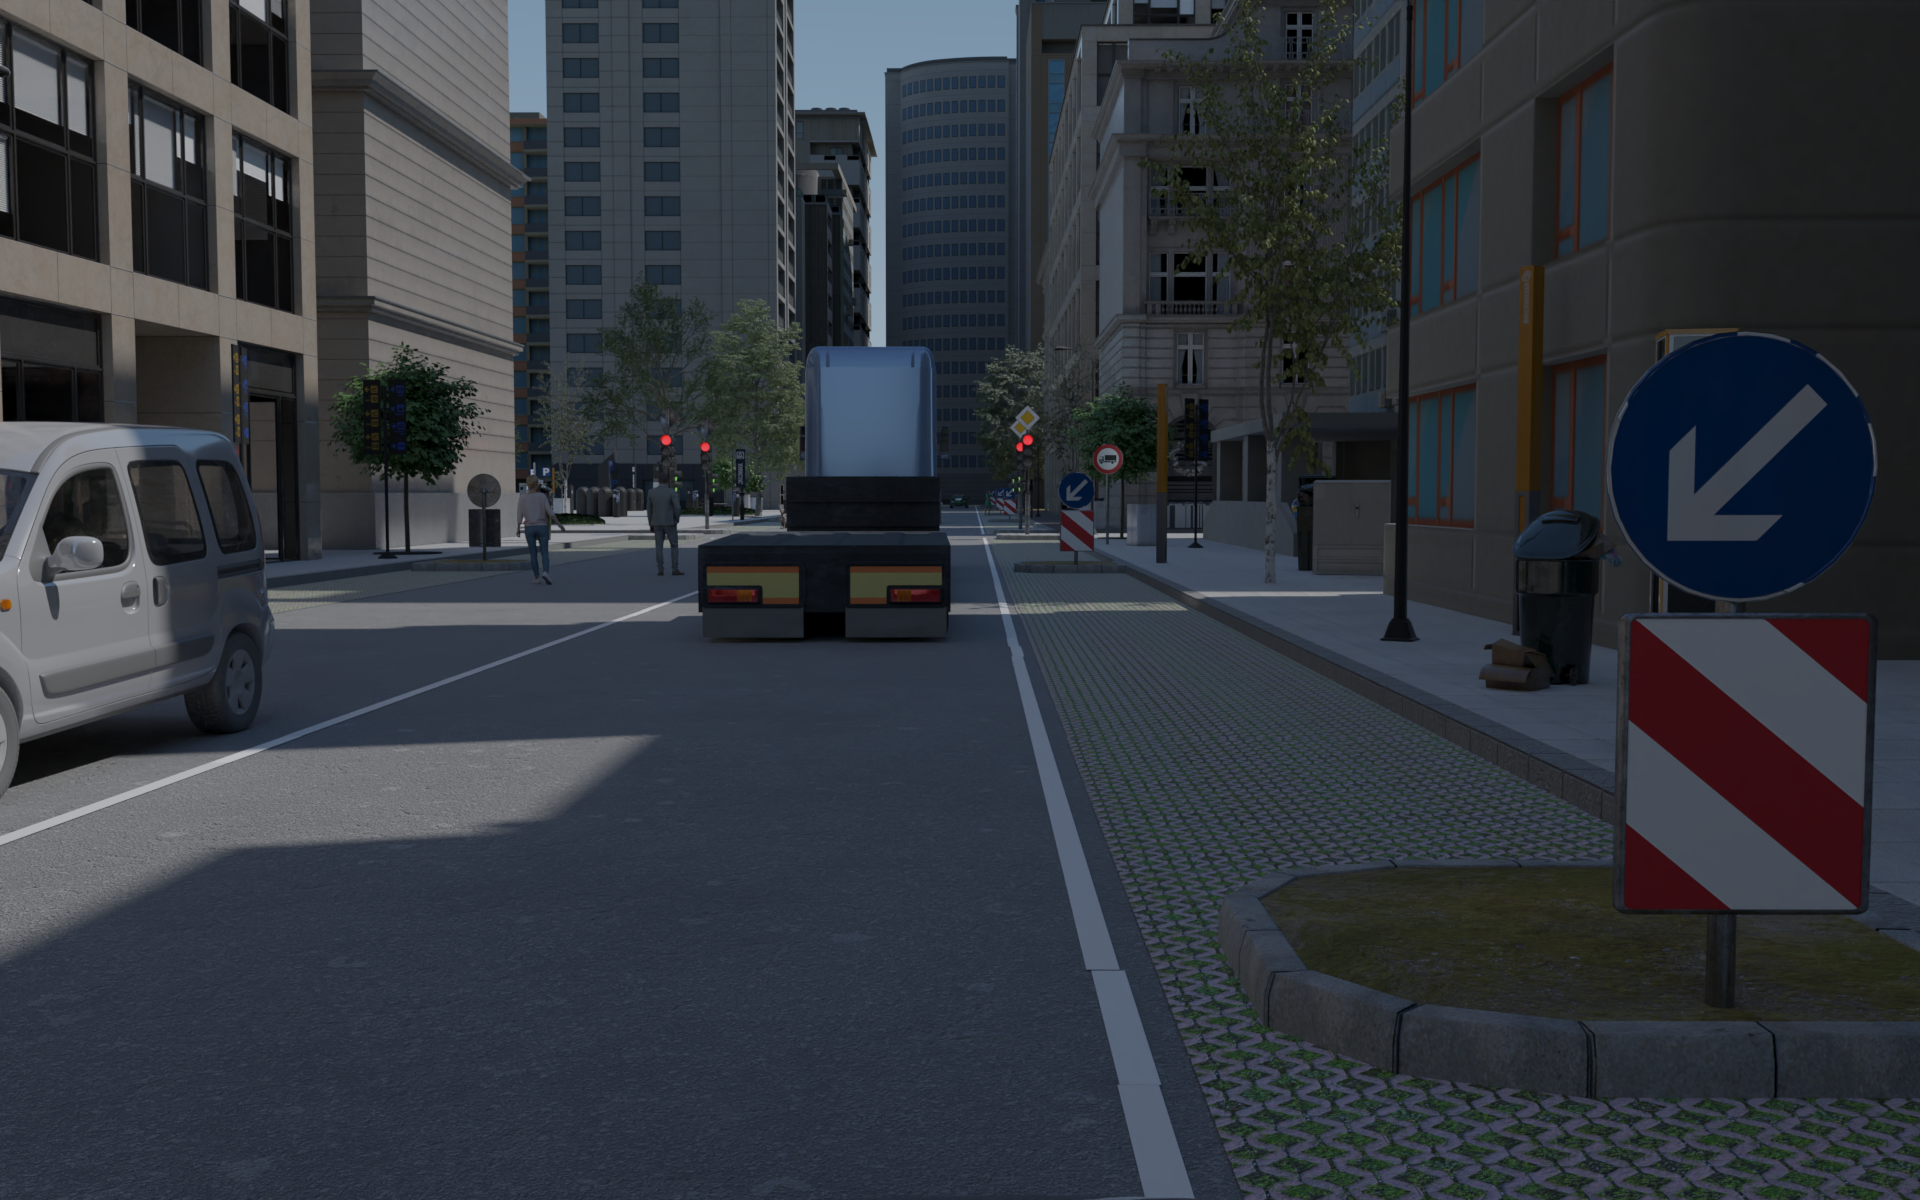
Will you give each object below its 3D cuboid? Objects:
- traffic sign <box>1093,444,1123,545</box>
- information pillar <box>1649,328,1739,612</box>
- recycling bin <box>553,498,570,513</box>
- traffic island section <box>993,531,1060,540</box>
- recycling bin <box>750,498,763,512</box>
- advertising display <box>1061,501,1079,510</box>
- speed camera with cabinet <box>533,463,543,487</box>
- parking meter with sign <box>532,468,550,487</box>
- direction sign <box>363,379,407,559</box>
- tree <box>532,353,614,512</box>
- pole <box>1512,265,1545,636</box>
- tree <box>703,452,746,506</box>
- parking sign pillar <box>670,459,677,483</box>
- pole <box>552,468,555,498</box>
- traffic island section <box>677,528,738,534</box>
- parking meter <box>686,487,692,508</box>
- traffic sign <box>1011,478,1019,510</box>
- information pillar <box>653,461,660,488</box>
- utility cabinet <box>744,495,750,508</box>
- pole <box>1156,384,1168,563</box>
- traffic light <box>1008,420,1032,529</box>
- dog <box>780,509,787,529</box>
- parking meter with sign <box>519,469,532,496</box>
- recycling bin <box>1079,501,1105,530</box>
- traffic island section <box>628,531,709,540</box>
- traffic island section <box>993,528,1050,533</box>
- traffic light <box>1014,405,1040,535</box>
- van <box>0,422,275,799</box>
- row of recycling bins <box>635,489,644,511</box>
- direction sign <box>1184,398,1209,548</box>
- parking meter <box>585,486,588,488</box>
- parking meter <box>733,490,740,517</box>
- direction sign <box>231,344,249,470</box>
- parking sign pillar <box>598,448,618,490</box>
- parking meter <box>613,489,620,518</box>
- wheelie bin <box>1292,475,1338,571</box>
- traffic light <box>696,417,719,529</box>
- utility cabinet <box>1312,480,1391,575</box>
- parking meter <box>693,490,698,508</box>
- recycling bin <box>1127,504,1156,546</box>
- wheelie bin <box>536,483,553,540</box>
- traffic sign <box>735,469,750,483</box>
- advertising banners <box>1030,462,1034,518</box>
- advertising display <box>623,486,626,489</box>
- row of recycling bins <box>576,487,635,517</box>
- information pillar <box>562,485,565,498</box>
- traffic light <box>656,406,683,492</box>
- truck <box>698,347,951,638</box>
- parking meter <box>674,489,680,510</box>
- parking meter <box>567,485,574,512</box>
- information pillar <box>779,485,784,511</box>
[{"bbox_3d":[3.752,-2.684,43.987,0.768,2.556,0.104,0,4,5],"label":"traffic sign"},{"bbox_3d":[3.323,-0.207,7.877,0.304,2.012,0.304,1,4,13],"label":"information pillar"},{"bbox_3d":[-23.465,-5.472,102.020,0.722,1.027,0.722,2,4,24],"label":"recycling bin"},{"bbox_3d":[2.160,-2.000,54.982,2.009,0.180,2.903,0,4,0],"label":"traffic island section"},{"bbox_3d":[-14.772,-6.914,125.599,0.722,1.027,0.722,-2,4,-26],"label":"recycling bin"},{"bbox_3d":[4.857,-4.309,75.662,0.974,1.923,0.123,2,4,34],"label":"advertising display"},{"bbox_3d":[-26.195,-6.962,108.169,0.660,3.252,2.038,-2,4,-29],"label":"speed camera with cabinet"},{"bbox_3d":[-27.637,-7.245,114.709,0.543,3.016,1.738,-2,4,-29],"label":"parking meter with sign"},{"bbox_3d":[-11.378,-2.589,34.332,0.876,3.537,0.379,0,4,7],"label":"direction sign"},{"bbox_3d":[-20.546,-8.589,90.800,4.360,8.622,3.978,0,3,0],"label":"tree"},{"bbox_3d":[5.122,-1.331,15.599,0.158,3.312,0.155,0,3,0],"label":"pole"},{"bbox_3d":[-17.659,-8.945,129.964,4.285,4.588,4.351,0,3,0],"label":"tree"},{"bbox_3d":[-21.974,-8.758,131.669,1.447,3.967,1.447,1,4,15],"label":"parking sign pillar"},{"bbox_3d":[-31.615,-8.618,134.744,0.158,3.312,0.155,0,3,0],"label":"pole"},{"bbox_3d":[-9.224,-2.494,63.052,2.009,0.180,2.903,0,4,0],"label":"traffic island section"},{"bbox_3d":[-20.931,-7.835,133.805,0.399,1.863,0.255,-1,4,-12],"label":"parking meter"},{"bbox_3d":[4.413,-8.318,136.110,0.768,2.556,0.104,0,4,7],"label":"traffic sign"},{"bbox_3d":[-21.305,-7.973,121.705,0.504,3.616,0.183,1,4,15],"label":"information pillar"},{"bbox_3d":[-15.065,-6.813,122.551,0.306,1.237,1.020,0,4,-1],"label":"utility cabinet"},{"bbox_3d":[3.746,-2.340,32.095,0.158,3.312,0.155,0,3,0],"label":"pole"},{"bbox_3d":[2.177,-4.522,62.853,0.839,4.253,0.868,0,4,0],"label":"traffic light"},{"bbox_3d":[-7.134,-3.336,71.380,0.800,0.831,0.513,-2,4,-32],"label":"dog"},{"bbox_3d":[-30.615,-7.681,121.842,1.738,3.016,0.543,2,4,34],"label":"parking meter with sign"},{"bbox_3d":[4.745,-3.042,62.288,0.722,1.027,0.722,-2,4,-25],"label":"recycling bin"},{"bbox_3d":[-9.281,-2.005,55.068,2.009,0.180,2.903,0,4,0],"label":"traffic island section"},{"bbox_3d":[2.217,-2.488,62.967,2.009,0.180,2.903,0,4,0],"label":"traffic island section"},{"bbox_3d":[2.120,-4.033,54.868,0.839,4.253,0.868,0,4,0],"label":"traffic light"},{"bbox_3d":[-5.172,-0.126,9.074,2.013,2.044,4.112,0,4,2],"label":"van"},{"bbox_3d":[-25.028,-7.489,129.556,1.069,1.692,3.534,2,4,35],"label":"row of recycling bins"},{"bbox_3d":[5.614,-3.008,41.184,0.876,3.537,0.379,-3,5,-44],"label":"direction sign"},{"bbox_3d":[-28.746,-7.797,133.186,0.255,1.863,0.399,-1,4,-16],"label":"parking meter"},{"bbox_3d":[-12.636,-5.465,97.762,0.372,1.533,0.369,0,3,0],"label":"parking meter"},{"bbox_3d":[-11.030,-2.116,26.599,0.379,3.537,0.876,-1,4,-9],"label":"direction sign"},{"bbox_3d":[-20.162,-6.878,100.921,1.447,3.967,1.447,-1,4,-15],"label":"parking sign pillar"},{"bbox_3d":[-18.720,-5.256,94.351,0.372,1.533,0.369,0,3,0],"label":"parking meter"},{"bbox_3d":[6.014,-1.291,29.018,0.980,1.594,0.693,1,4,21],"label":"wheelie bin"},{"bbox_3d":[-9.184,-4.526,62.917,0.839,4.253,0.868,0,4,0],"label":"traffic light"},{"bbox_3d":[6.200,-1.146,27.424,1.173,1.500,0.318,1,4,19],"label":"utility cabinet"},{"bbox_3d":[-18.476,-6.885,120.976,0.372,1.533,0.369,0,3,0],"label":"parking meter"},{"bbox_3d":[4.608,-1.866,43.055,0.722,1.027,0.722,-1,4,-17],"label":"recycling bin"},{"bbox_3d":[-11.660,-2.462,48.156,0.693,1.594,0.980,-1,4,-18],"label":"wheelie bin"},{"bbox_3d":[-10.752,-5.228,85.583,0.768,2.556,0.104,1,4,8],"label":"traffic sign"},{"bbox_3d":[3.940,-6.008,94.412,0.090,3.025,2.074,0,4,6],"label":"advertising banners"},{"bbox_3d":[-26.759,-8.139,138.283,0.123,1.923,0.974,-1,4,-19],"label":"advertising display"},{"bbox_3d":[-20.216,-5.535,97.614,3.534,1.692,1.069,2,4,29],"label":"row of recycling bins"},{"bbox_3d":[-30.372,-7.857,132.956,0.304,2.012,0.304,0,4,4],"label":"information pillar"},{"bbox_3d":[-9.241,-4.037,54.933,0.839,4.253,0.868,0,4,0],"label":"traffic light"},{"bbox_3d":[-1.503,-2.208,25.859,2.967,4.110,18.799,0,4,-1],"label":"truck"},{"bbox_3d":[-14.967,-5.067,91.259,0.372,1.533,0.369,0,3,0],"label":"parking meter"},{"bbox_3d":[-23.897,-6.150,106.263,0.255,1.863,0.399,1,4,14],"label":"parking meter"},{"bbox_3d":[-13.834,-7.938,134.273,0.304,2.012,0.304,-1,4,-21],"label":"information pillar"}]
